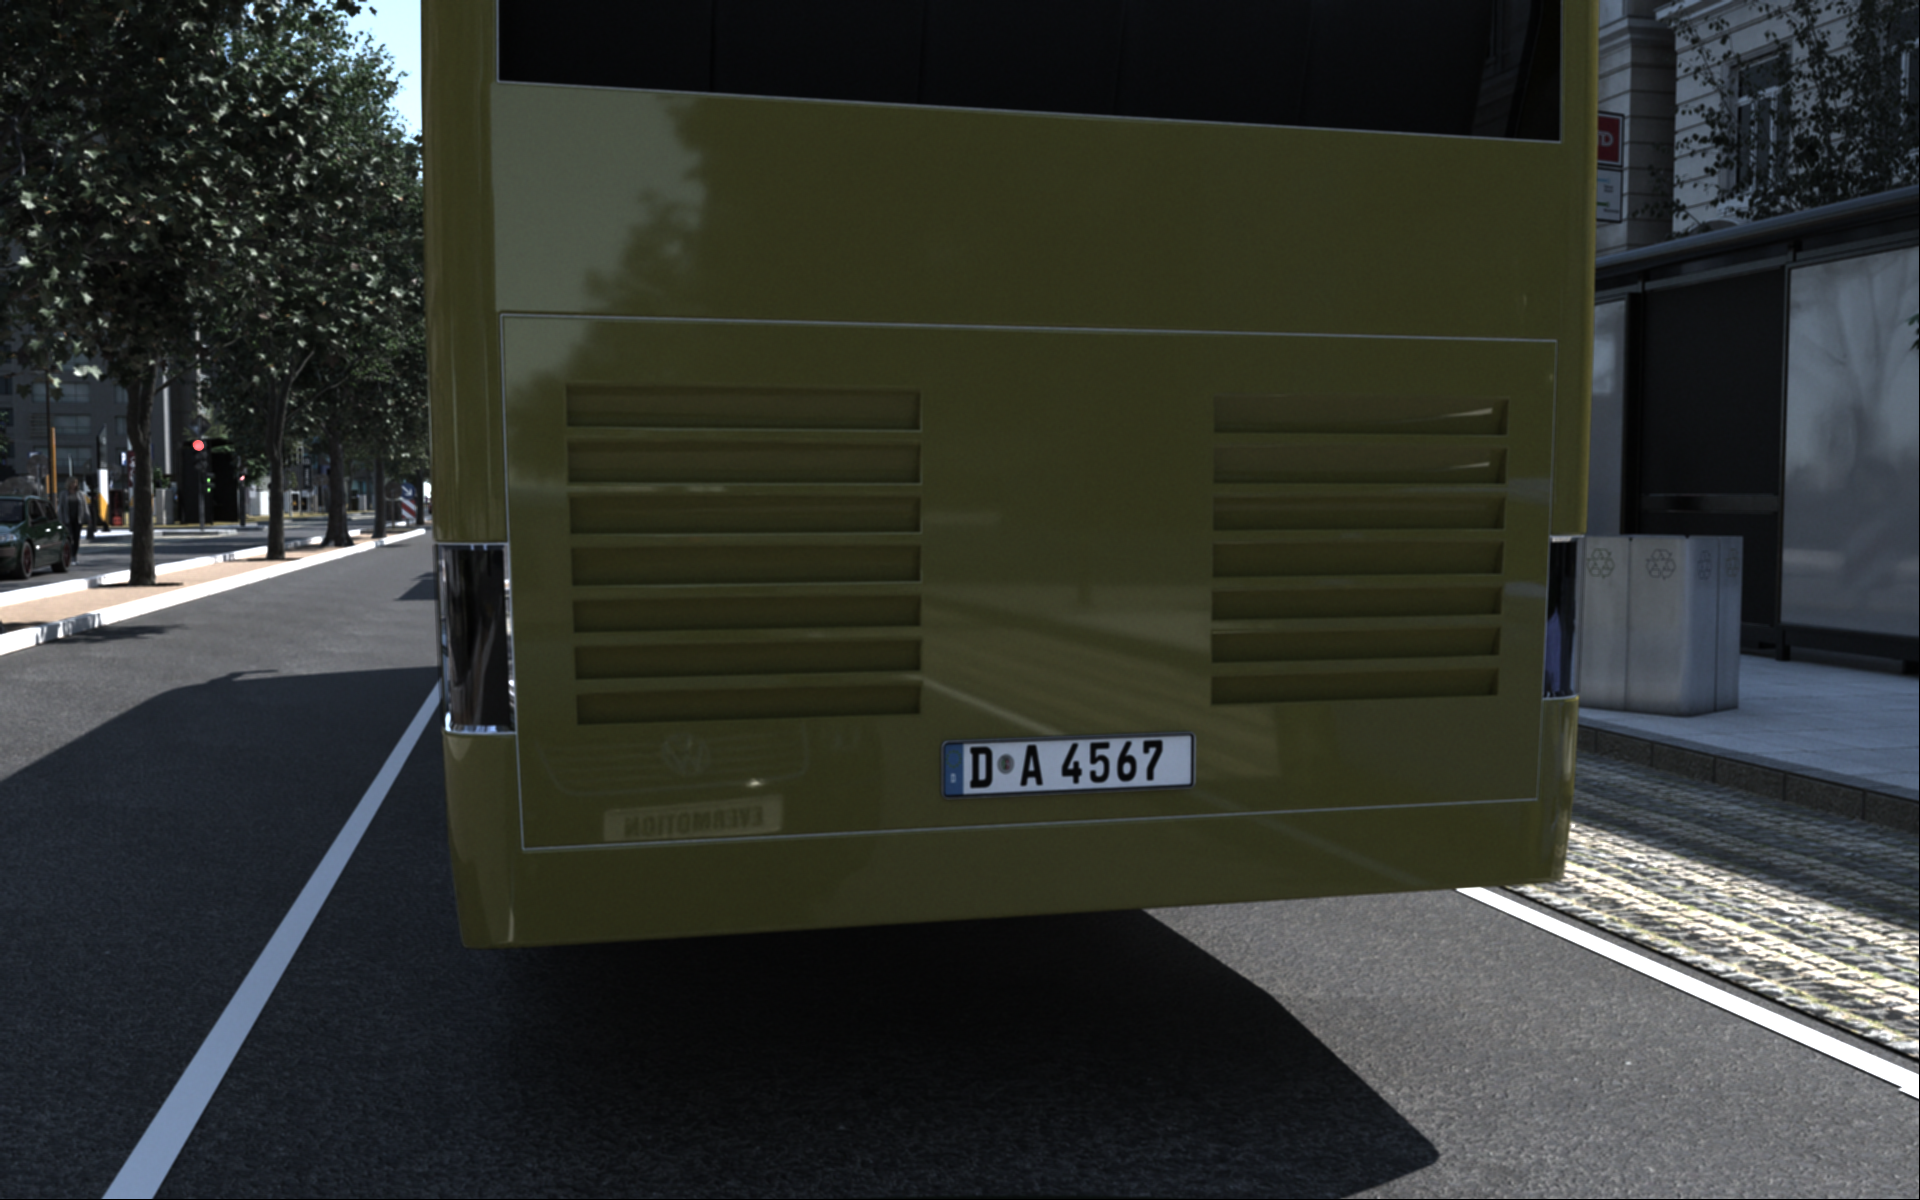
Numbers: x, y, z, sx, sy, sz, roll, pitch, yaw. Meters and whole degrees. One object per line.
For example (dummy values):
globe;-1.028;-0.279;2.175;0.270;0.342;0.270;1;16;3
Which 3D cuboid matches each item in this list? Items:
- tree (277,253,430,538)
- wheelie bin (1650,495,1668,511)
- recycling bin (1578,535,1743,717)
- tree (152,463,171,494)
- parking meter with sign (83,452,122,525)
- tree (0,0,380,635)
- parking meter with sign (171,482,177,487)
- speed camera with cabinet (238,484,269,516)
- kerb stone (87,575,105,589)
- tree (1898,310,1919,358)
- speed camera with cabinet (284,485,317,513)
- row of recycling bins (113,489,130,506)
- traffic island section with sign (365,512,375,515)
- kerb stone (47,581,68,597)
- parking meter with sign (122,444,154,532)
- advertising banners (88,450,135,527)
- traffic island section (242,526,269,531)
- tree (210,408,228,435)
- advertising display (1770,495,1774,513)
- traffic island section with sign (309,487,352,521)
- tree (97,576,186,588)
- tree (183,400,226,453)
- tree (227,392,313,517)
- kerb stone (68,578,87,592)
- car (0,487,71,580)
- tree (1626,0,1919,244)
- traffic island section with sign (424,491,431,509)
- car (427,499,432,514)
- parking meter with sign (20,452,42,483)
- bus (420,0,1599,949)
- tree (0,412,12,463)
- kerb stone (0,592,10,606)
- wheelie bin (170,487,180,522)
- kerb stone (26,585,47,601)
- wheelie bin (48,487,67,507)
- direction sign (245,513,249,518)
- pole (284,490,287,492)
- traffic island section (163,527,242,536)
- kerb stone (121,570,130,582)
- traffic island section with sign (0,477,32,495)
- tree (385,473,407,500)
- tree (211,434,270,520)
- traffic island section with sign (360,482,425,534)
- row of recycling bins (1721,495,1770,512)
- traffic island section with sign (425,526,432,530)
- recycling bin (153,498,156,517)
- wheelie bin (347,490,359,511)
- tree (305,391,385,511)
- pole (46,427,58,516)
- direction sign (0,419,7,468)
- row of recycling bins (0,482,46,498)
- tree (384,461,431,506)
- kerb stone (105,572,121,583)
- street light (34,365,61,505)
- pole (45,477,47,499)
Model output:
tree;-18.939;-8.281;55.980;7.486;12.596;7.792;0;3;0
wheelie bin;12.645;-1.473;31.989;0.693;1.594;0.980;-2;4;-24
recycling bin;4.189;0.132;10.400;0.722;1.027;0.722;-3;5;-42
tree;-49.224;-6.834;106.330;1.663;3.219;1.824;0;3;0
parking meter with sign;-35.590;-4.626;71.904;1.738;3.016;0.543;0;4;-6
tree;-9.926;-5.958;16.873;9.611;12.733;9.660;0;3;0
parking meter with sign;-50.623;-7.078;111.978;1.738;3.016;0.543;3;5;39
speed camera with cabinet;-41.073;-6.514;100.845;0.660;3.252;2.038;1;4;9
kerb stone;-13.278;-0.251;26.412;0.120;0.150;1.000;-1;4;-13
tree;5.059;-0.817;7.957;1.663;3.219;1.824;0;3;0
speed camera with cabinet;-45.417;-7.628;119.056;0.660;3.252;2.038;3;4;36
row of recycling bins;-63.875;-7.612;131.569;1.069;1.692;3.534;-3;5;-40
traffic island section with sign;-39.758;-6.753;119.041;1.989;1.847;2.006;-1;4;-13
kerb stone;-12.816;-0.132;24.420;0.120;0.150;1.000;-1;4;-13
parking meter with sign;-27.971;-3.844;59.117;0.543;3.016;1.738;-1;4;-13
advertising banners;-33.557;-4.440;68.783;0.090;3.025;2.074;3;5;40
traffic island section;-28.476;-2.841;68.725;2.009;0.180;2.903;-1;4;-13
tree;-57.393;-11.403;136.795;4.360;8.622;3.978;0;3;0
advertising display;8.283;-0.720;16.994;0.974;1.923;0.123;-2;4;-32
traffic island section with sign;-33.706;-5.146;92.772;1.989;1.847;2.006;-1;4;-13
tree;-12.539;-6.006;26.414;9.928;11.665;9.643;0;3;0
tree;-53.658;-10.665;124.730;4.737;8.622;4.395;0;3;0
tree;-37.853;-8.978;97.147;4.737;8.622;4.395;0;3;0
kerb stone;-13.044;-0.197;25.416;0.120;0.150;1.000;-1;4;-13
car;-16.738;-1.235;29.979;2.009;1.686;4.222;-1;4;-14
tree;10.075;-4.238;19.649;4.360;8.622;3.978;0;3;0
traffic island section with sign;-51.211;-9.785;168.617;1.989;1.847;2.006;-1;4;-13
car;-37.775;-7.182;126.468;2.155;1.783;4.494;-1;4;-13
parking meter with sign;-38.297;-4.572;71.005;0.543;3.016;1.738;0;4;-2
bus;-1.294;-1.093;9.423;2.896;3.916;12.252;-1;4;-14
tree;-25.497;-3.617;42.849;4.285;4.588;4.351;0;3;0
kerb stone;-12.345;-0.014;22.431;0.120;0.150;1.000;-1;4;-13
wheelie bin;-36.139;-4.393;79.736;0.980;1.594;0.693;2;4;33
kerb stone;-12.593;-0.072;23.423;0.120;0.150;1.000;-1;4;-13
wheelie bin;-42.965;-4.571;82.647;0.980;1.594;0.693;-1;4;-23
direction sign;-38.286;-6.155;92.624;0.379;3.537;0.876;1;4;20
pole;-53.464;-8.771;137.244;0.158;3.312;0.155;0;3;0
traffic island section;-26.680;-2.365;60.944;2.009;0.180;2.903;-1;4;-13
kerb stone;-13.743;-0.380;28.413;0.120;0.150;1.000;-1;4;-13
traffic island section with sign;-21.229;-1.843;38.762;1.989;1.847;2.006;-1;4;-13
tree;-55.198;-13.590;172.558;4.737;8.622;4.395;0;3;0
tree;-35.783;-6.247;85.848;4.285;4.588;4.351;0;3;0
traffic island section with sign;-20.557;-3.331;62.593;2.006;1.907;1.989;-1;4;-13
row of recycling bins;13.900;-1.307;28.483;1.069;1.692;3.534;-1;4;-15
traffic island section with sign;-22.214;-3.772;69.814;2.006;1.907;1.989;-1;4;-13
recycling bin;-45.782;-5.281;98.904;0.722;1.027;0.722;-3;4;-38
wheelie bin;-45.385;-7.443;129.597;0.980;1.594;0.693;0;4;-3
tree;-44.634;-11.794;127.248;7.601;10.594;8.767;0;4;-5
pole;-27.779;-3.620;53.037;0.158;3.312;0.155;0;3;0
direction sign;-28.772;-3.652;51.712;0.876;3.537;0.379;1;4;21
row of recycling bins;-32.278;-3.156;58.719;1.069;1.692;3.534;0;4;7
tree;-58.303;-17.122;186.605;9.857;13.997;8.962;0;3;0
kerb stone;-13.515;-0.319;27.414;0.120;0.150;1.000;-1;4;-13
street light;-26.178;-4.709;49.773;0.468;5.910;1.993;-1;4;-13
pole;-60.990;-7.457;115.767;0.158;3.312;0.155;0;3;0
